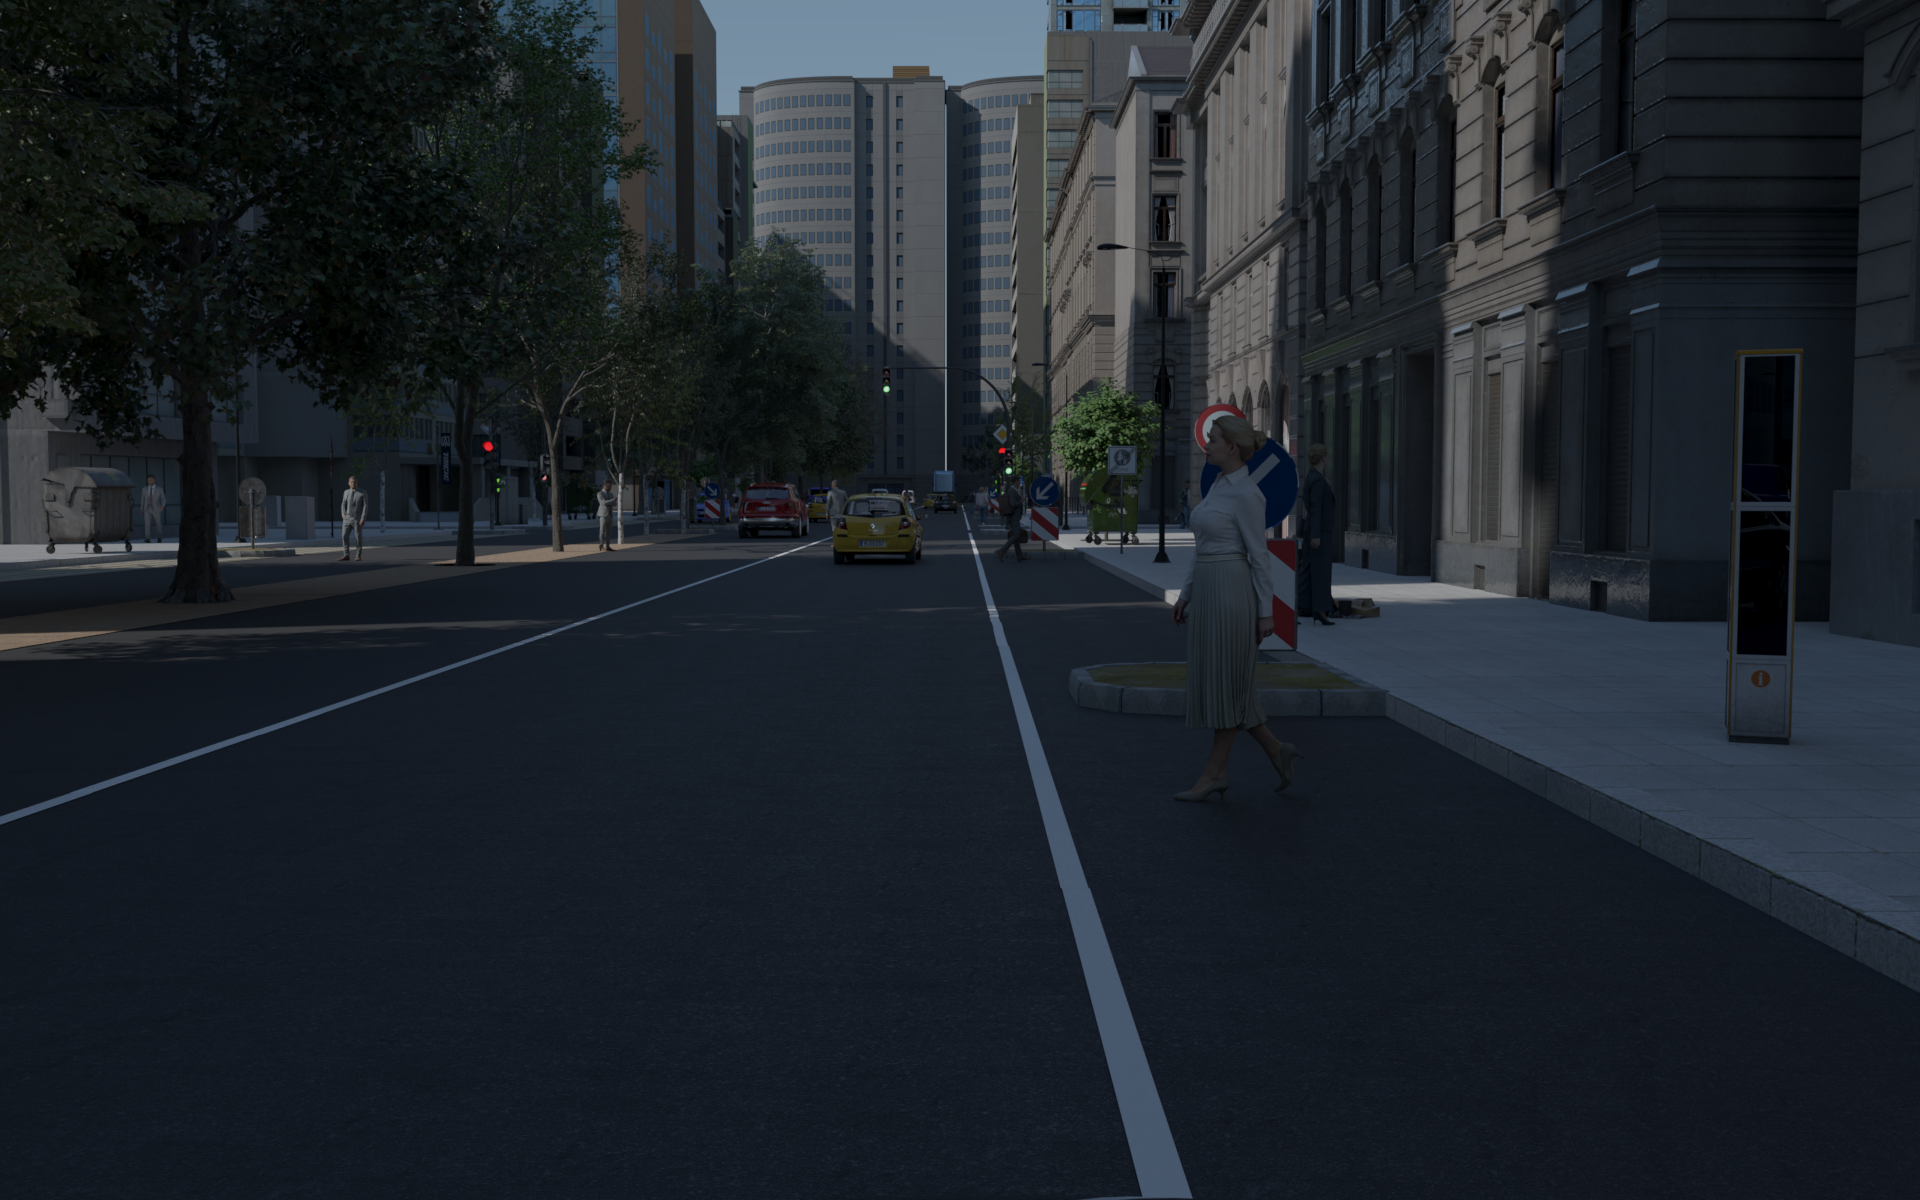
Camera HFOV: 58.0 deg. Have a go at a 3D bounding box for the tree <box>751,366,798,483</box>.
[{"bbox_3d":[-10.186,-8.469,91.286,4.360,8.622,3.978,0,3,0],"label":"tree"}]

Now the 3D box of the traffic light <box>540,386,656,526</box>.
[{"bbox_3d":[-14.671,-5.829,69.979,4.771,5.953,1.251,0,3,0],"label":"traffic light"}]

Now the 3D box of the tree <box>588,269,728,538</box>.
[{"bbox_3d":[-10.011,-6.254,55.071,4.737,8.622,4.395,0,3,0],"label":"tree"}]

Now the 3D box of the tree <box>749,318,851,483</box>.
[{"bbox_3d":[-9.987,-10.411,98.425,9.928,11.665,9.643,0,3,0],"label":"tree"}]

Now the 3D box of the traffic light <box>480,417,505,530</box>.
[{"bbox_3d":[-16.758,-4.467,61.958,0.839,4.253,0.868,0,3,0],"label":"traffic light"}]

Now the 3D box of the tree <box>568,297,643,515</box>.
[{"bbox_3d":[-19.606,-12.222,106.487,9.857,13.997,8.962,0,3,0],"label":"tree"}]

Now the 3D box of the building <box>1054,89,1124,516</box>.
[{"bbox_3d":[12.998,-18.963,107.315,12.463,27.353,25.104,0,3,0],"label":"building"}]

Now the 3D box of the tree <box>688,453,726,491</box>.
[{"bbox_3d":[-19.954,-9.371,136.928,4.285,4.588,4.351,0,3,0],"label":"tree"}]

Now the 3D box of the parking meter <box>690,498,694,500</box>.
[{"bbox_3d":[-18.602,-6.979,119.817,0.399,1.863,0.255,3,4,37],"label":"parking meter"}]

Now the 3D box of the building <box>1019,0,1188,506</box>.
[{"bbox_3d":[17.818,-52.941,178.262,22.319,86.520,31.000,0,3,0],"label":"building"}]

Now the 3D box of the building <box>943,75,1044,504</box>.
[{"bbox_3d":[12.139,-42.772,241.324,28.212,58.520,21.231,0,3,0],"label":"building"}]

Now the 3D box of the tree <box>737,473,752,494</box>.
[{"bbox_3d":[-19.920,-10.182,161.080,1.663,3.219,1.824,0,3,0],"label":"tree"}]

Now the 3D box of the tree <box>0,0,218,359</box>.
[{"bbox_3d":[-9.788,-5.718,14.072,7.486,12.596,7.792,0,3,0],"label":"tree"}]

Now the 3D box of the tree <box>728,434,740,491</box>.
[{"bbox_3d":[-19.554,-11.723,142.033,4.737,8.622,4.395,0,3,0],"label":"tree"}]

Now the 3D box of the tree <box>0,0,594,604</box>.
[{"bbox_3d":[-10.080,-6.314,22.700,9.611,12.733,9.660,0,3,0],"label":"tree"}]

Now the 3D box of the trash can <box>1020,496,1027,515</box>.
[{"bbox_3d":[3.727,-5.730,105.334,0.748,1.137,0.748,0,3,0],"label":"trash can"}]

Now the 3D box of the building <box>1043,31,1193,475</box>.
[{"bbox_3d":[14.513,-28.963,157.142,14.154,41.232,14.086,0,3,0],"label":"building"}]

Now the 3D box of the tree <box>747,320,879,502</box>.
[{"bbox_3d":[-10.007,-11.582,108.836,9.611,12.733,9.660,0,3,0],"label":"tree"}]

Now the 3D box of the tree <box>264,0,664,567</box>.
[{"bbox_3d":[-9.695,-6.461,33.857,9.928,11.665,9.643,0,3,0],"label":"tree"}]

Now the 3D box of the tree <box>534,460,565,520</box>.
[{"bbox_3d":[-20.840,-5.680,87.467,1.663,3.219,1.824,0,3,0],"label":"tree"}]

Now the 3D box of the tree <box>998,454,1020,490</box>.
[{"bbox_3d":[4.428,-9.312,135.963,4.285,4.588,4.351,0,3,0],"label":"tree"}]

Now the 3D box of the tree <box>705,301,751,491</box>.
[{"bbox_3d":[-9.620,-6.565,60.162,4.360,8.622,3.978,0,3,0],"label":"tree"}]

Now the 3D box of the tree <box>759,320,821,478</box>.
[{"bbox_3d":[-10.011,-8.352,73.421,8.767,10.594,7.601,0,3,0],"label":"tree"}]

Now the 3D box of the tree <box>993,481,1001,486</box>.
[{"bbox_3d":[4.808,-13.449,214.497,1.663,3.219,1.824,0,3,0],"label":"tree"}]

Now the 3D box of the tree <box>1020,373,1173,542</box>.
[{"bbox_3d":[4.099,-3.892,47.354,4.285,4.588,4.351,0,3,0],"label":"tree"}]

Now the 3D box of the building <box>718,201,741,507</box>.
[{"bbox_3d":[-29.128,-24.203,167.420,14.160,30.474,14.107,0,3,0],"label":"building"}]

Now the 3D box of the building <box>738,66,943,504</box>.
[{"bbox_3d":[-16.073,-42.804,241.836,28.212,58.520,21.231,0,3,0],"label":"building"}]

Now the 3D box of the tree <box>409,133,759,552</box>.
[{"bbox_3d":[-9.895,-6.479,42.801,8.767,10.594,7.601,0,3,0],"label":"tree"}]

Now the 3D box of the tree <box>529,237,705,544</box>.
[{"bbox_3d":[-9.656,-5.896,49.220,4.360,8.622,3.978,0,3,0],"label":"tree"}]

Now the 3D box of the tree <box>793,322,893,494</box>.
[{"bbox_3d":[-9.631,-12.678,120.107,12.009,13.543,11.850,0,3,0],"label":"tree"}]

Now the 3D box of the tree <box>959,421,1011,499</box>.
[{"bbox_3d":[3.865,-17.598,222.142,8.767,10.594,7.601,1,4,11],"label":"tree"}]

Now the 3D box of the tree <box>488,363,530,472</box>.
[{"bbox_3d":[-19.935,-7.981,80.845,4.360,8.622,3.978,0,3,0],"label":"tree"}]

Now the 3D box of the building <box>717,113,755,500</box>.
[{"bbox_3d":[-29.330,-30.456,181.550,14.154,41.232,14.086,0,3,0],"label":"building"}]

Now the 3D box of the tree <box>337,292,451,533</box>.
[{"bbox_3d":[-19.074,-6.538,57.261,4.737,8.622,4.395,0,3,0],"label":"tree"}]

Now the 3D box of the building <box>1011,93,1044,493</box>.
[{"bbox_3d":[17.093,-35.631,206.273,21.300,48.544,21.600,0,3,0],"label":"building"}]

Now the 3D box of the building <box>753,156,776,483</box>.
[{"bbox_3d":[-37.607,-33.736,206.207,28.867,44.769,22.147,0,3,0],"label":"building"}]

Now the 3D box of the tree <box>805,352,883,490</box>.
[{"bbox_3d":[-9.716,-12.862,130.880,7.486,12.596,7.792,0,3,0],"label":"tree"}]

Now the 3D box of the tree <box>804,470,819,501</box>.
[{"bbox_3d":[-19.104,-16.587,221.563,4.737,8.622,4.395,0,3,0],"label":"tree"}]

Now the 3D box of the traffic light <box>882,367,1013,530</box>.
[{"bbox_3d":[-0.388,-5.332,61.842,4.771,5.953,1.251,0,3,0],"label":"traffic light"}]

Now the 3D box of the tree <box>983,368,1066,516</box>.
[{"bbox_3d":[4.009,-9.257,101.720,4.737,8.622,4.395,0,3,0],"label":"tree"}]

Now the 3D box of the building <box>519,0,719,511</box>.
[{"bbox_3d":[-29.086,-30.686,151.828,14.600,45.320,14.200,0,3,0],"label":"building"}]

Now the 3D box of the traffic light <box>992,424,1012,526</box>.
[{"bbox_3d":[1.699,-4.957,69.970,0.839,4.253,0.868,0,3,0],"label":"traffic light"}]

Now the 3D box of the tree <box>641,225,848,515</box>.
[{"bbox_3d":[-9.731,-10.630,82.913,9.857,13.997,8.962,0,3,0],"label":"tree"}]
